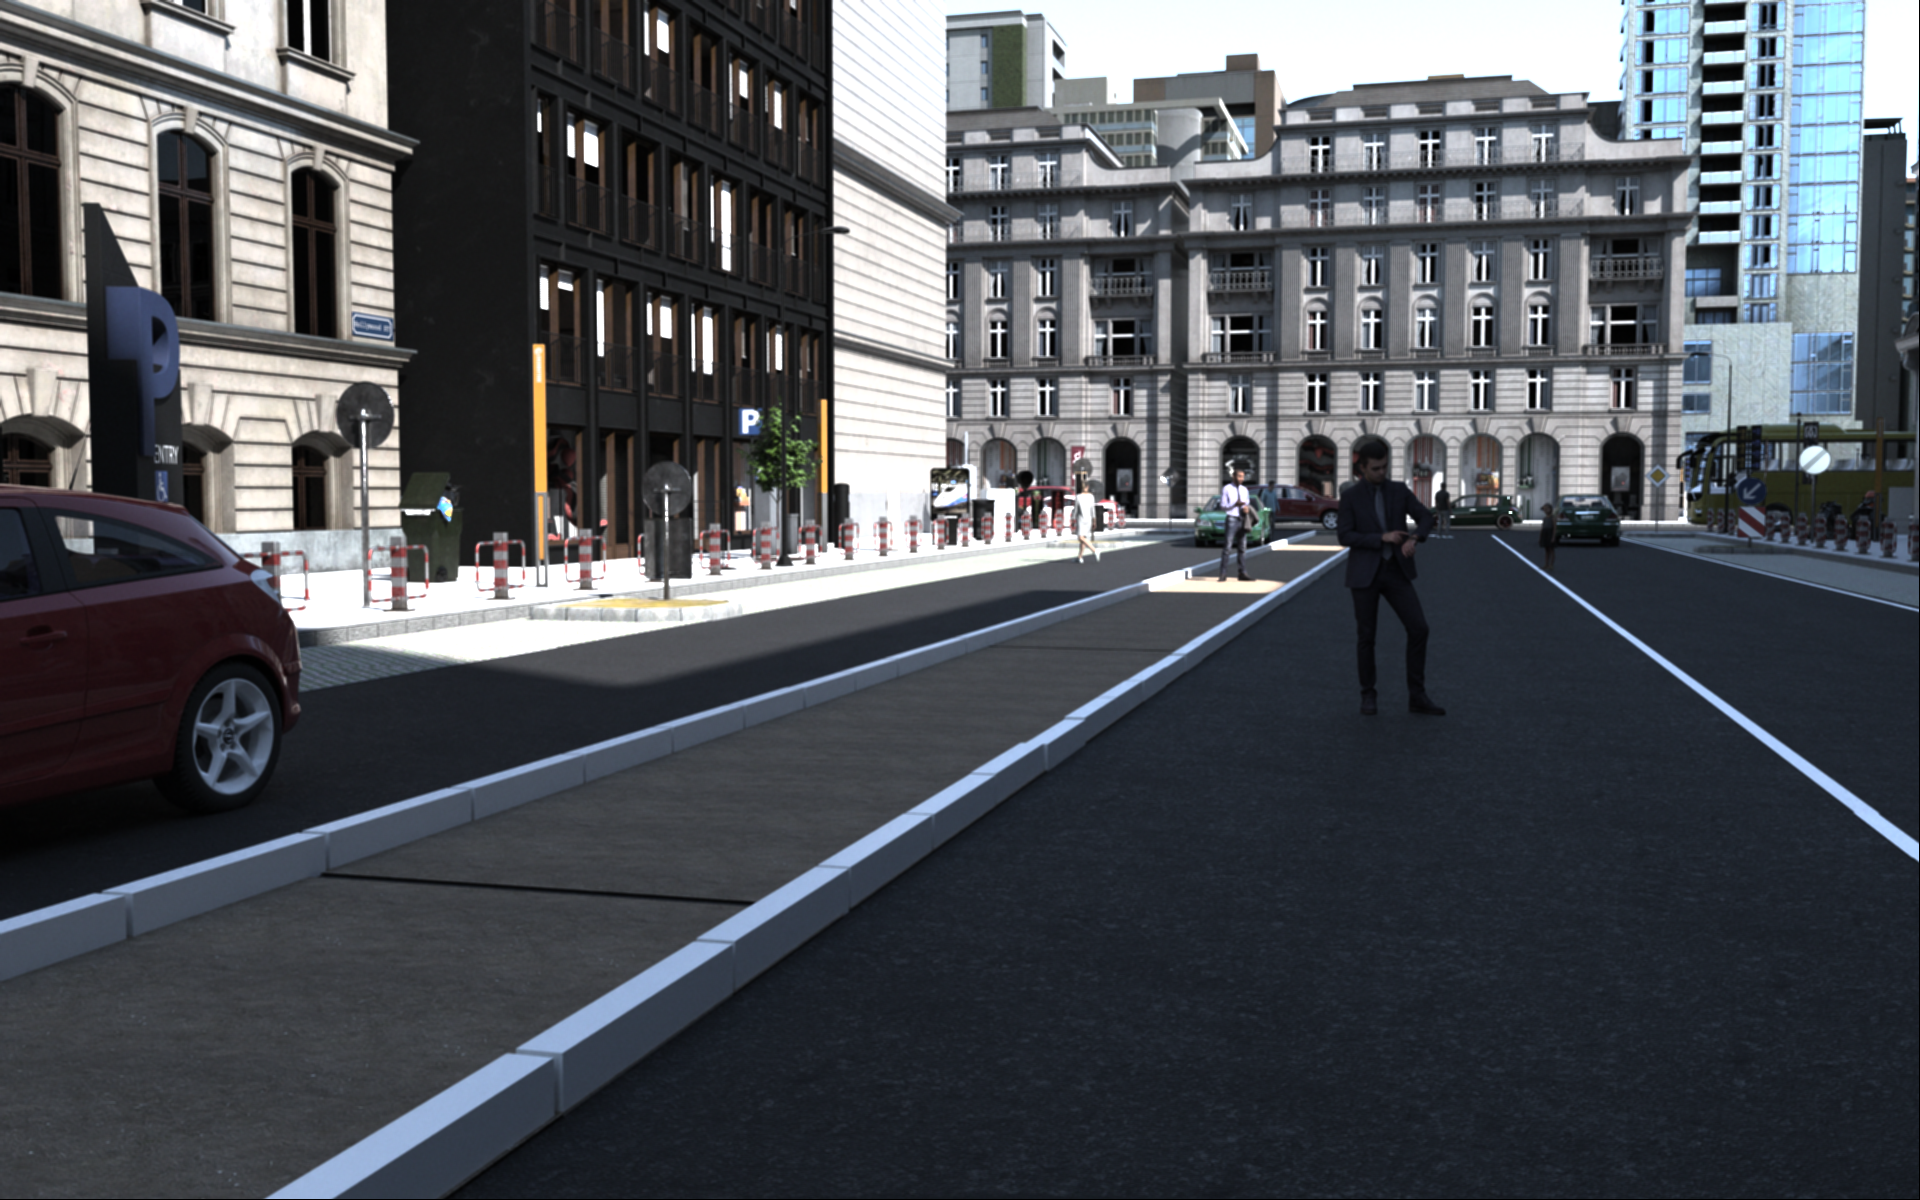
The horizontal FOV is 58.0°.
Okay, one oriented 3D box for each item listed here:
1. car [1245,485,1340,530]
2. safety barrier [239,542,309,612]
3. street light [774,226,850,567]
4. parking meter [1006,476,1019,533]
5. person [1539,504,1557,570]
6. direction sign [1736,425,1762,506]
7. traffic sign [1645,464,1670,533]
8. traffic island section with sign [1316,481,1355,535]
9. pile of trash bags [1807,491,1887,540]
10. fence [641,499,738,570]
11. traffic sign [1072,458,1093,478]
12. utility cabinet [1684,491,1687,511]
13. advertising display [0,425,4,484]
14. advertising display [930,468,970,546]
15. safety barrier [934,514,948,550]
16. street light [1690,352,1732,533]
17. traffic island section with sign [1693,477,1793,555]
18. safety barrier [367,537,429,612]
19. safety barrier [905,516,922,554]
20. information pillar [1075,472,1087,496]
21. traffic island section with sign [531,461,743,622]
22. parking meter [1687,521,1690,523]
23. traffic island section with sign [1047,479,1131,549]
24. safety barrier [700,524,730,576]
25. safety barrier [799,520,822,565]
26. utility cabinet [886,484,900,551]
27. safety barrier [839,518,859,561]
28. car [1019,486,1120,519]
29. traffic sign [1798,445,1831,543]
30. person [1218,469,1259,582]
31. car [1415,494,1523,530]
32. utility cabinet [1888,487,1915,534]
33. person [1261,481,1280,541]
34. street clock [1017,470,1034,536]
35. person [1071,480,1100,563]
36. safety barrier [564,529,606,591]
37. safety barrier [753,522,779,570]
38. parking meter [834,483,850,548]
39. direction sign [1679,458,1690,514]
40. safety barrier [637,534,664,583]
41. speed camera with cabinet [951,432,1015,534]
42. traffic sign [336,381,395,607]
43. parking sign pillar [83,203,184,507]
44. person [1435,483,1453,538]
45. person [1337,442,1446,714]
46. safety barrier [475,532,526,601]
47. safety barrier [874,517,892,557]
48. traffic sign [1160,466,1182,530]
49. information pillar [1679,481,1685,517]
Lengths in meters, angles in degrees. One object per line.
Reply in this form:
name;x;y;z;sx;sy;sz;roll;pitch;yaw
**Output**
car;13.454;-3.758;70.124;5.304;1.827;2.281;1;4;17
safety barrier;-6.679;-0.155;16.805;0.300;0.817;1.120;1;4;15
street light;-2.586;-3.534;30.319;1.470;5.913;1.316;1;4;15
parking meter;1.723;-3.129;56.868;0.399;1.863;0.255;3;5;39
person;11.070;-1.189;32.603;0.373;1.253;0.362;-1;4;-22
direction sign;26.034;-3.990;57.231;0.379;3.537;0.876;-2;4;-32
traffic sign;23.189;-3.301;57.611;0.795;2.450;0.064;1;4;15
traffic island section with sign;13.527;-3.208;60.587;2.006;1.907;1.989;1;4;15
pile of trash bags;25.536;-2.422;49.344;1.912;1.369;3.447;3;5;44
fence;-4.736;-1.152;30.038;0.480;1.192;2.264;-3;5;-44
traffic sign;4.293;-3.726;61.018;0.768;2.556;0.104;2;4;24
utility cabinet;54.823;-7.482;131.005;0.318;1.500;1.173;1;4;14
advertising display;-8.521;-0.569;14.512;0.123;1.923;0.974;2;4;34
advertising display;-0.245;-2.313;43.027;0.974;1.923;0.123;1;4;10
safety barrier;-0.433;-1.542;39.493;0.300;0.817;1.120;1;4;15
street light;24.552;-5.144;56.646;1.470;5.913;1.316;1;4;15
traffic island section with sign;18.881;-2.033;41.870;1.989;1.847;2.006;1;4;15
safety barrier;-6.109;-0.281;18.862;0.300;0.817;1.120;1;4;15
safety barrier;-1.002;-1.416;37.434;0.300;0.817;1.120;1;4;15
information pillar;4.108;-3.329;58.928;0.304;2.012;0.304;2;4;35
traffic island section with sign;-3.640;-0.708;20.204;1.989;1.847;2.006;1;4;15
parking meter;32.903;-4.246;77.832;0.372;1.533;0.369;0;3;0
traffic island section with sign;3.506;-2.298;46.198;1.989;1.847;2.006;1;4;15
safety barrier;-3.835;-0.786;27.132;0.300;0.817;1.120;1;4;15
safety barrier;-2.699;-1.038;31.254;0.300;0.817;1.120;1;4;15
utility cabinet;-1.520;-1.871;39.267;0.318;1.500;1.173;0;4;-2
safety barrier;-2.133;-1.165;33.318;0.300;0.817;1.120;1;4;15
car;4.664;-4.280;78.654;5.304;1.827;2.281;1;4;15
traffic sign;22.329;-2.764;45.305;0.768;2.556;0.104;2;4;24
person;4.536;-1.204;28.050;0.709;1.838;0.599;-2;4;-27
car;20.566;-3.684;70.017;4.222;1.686;2.009;1;4;14
utility cabinet;29.822;-2.797;54.414;1.173;1.500;0.318;2;4;28
person;9.480;-2.734;53.063;0.638;1.841;0.748;0;4;-7
street clock;2.001;-2.977;53.252;0.471;2.002;0.358;-2;4;-25
person;2.633;-1.642;36.096;0.760;1.731;0.466;3;4;36
safety barrier;-4.973;-0.534;23.010;0.300;0.817;1.120;1;4;15
safety barrier;-3.268;-0.912;29.190;0.300;0.817;1.120;1;4;15
parking meter;-2.800;-1.993;40.995;0.372;1.533;0.369;0;3;0
direction sign;45.840;-7.209;109.867;0.876;3.537;0.379;2;4;24
safety barrier;-4.406;-0.660;25.067;0.300;0.817;1.120;1;4;15
speed camera with cabinet;0.725;-3.738;55.458;2.038;3.252;0.660;-2;4;-26
traffic sign;-6.747;-1.194;19.622;0.768;2.556;0.104;1;4;17
parking sign pillar;-7.969;-1.732;16.787;1.447;3.967;1.447;0;4;-6
person;15.740;-2.915;56.285;0.434;1.807;0.598;-2;4;-29
person;2.812;-0.141;11.247;0.683;1.767;0.568;0;4;-7
safety barrier;-5.545;-0.407;20.925;0.300;0.817;1.120;1;4;15
safety barrier;-1.565;-1.291;35.375;0.300;0.817;1.120;1;4;15
traffic sign;7.530;-3.565;61.925;0.795;2.450;0.064;1;4;15
information pillar;40.818;-5.719;97.991;0.304;2.012;0.304;2;4;29
